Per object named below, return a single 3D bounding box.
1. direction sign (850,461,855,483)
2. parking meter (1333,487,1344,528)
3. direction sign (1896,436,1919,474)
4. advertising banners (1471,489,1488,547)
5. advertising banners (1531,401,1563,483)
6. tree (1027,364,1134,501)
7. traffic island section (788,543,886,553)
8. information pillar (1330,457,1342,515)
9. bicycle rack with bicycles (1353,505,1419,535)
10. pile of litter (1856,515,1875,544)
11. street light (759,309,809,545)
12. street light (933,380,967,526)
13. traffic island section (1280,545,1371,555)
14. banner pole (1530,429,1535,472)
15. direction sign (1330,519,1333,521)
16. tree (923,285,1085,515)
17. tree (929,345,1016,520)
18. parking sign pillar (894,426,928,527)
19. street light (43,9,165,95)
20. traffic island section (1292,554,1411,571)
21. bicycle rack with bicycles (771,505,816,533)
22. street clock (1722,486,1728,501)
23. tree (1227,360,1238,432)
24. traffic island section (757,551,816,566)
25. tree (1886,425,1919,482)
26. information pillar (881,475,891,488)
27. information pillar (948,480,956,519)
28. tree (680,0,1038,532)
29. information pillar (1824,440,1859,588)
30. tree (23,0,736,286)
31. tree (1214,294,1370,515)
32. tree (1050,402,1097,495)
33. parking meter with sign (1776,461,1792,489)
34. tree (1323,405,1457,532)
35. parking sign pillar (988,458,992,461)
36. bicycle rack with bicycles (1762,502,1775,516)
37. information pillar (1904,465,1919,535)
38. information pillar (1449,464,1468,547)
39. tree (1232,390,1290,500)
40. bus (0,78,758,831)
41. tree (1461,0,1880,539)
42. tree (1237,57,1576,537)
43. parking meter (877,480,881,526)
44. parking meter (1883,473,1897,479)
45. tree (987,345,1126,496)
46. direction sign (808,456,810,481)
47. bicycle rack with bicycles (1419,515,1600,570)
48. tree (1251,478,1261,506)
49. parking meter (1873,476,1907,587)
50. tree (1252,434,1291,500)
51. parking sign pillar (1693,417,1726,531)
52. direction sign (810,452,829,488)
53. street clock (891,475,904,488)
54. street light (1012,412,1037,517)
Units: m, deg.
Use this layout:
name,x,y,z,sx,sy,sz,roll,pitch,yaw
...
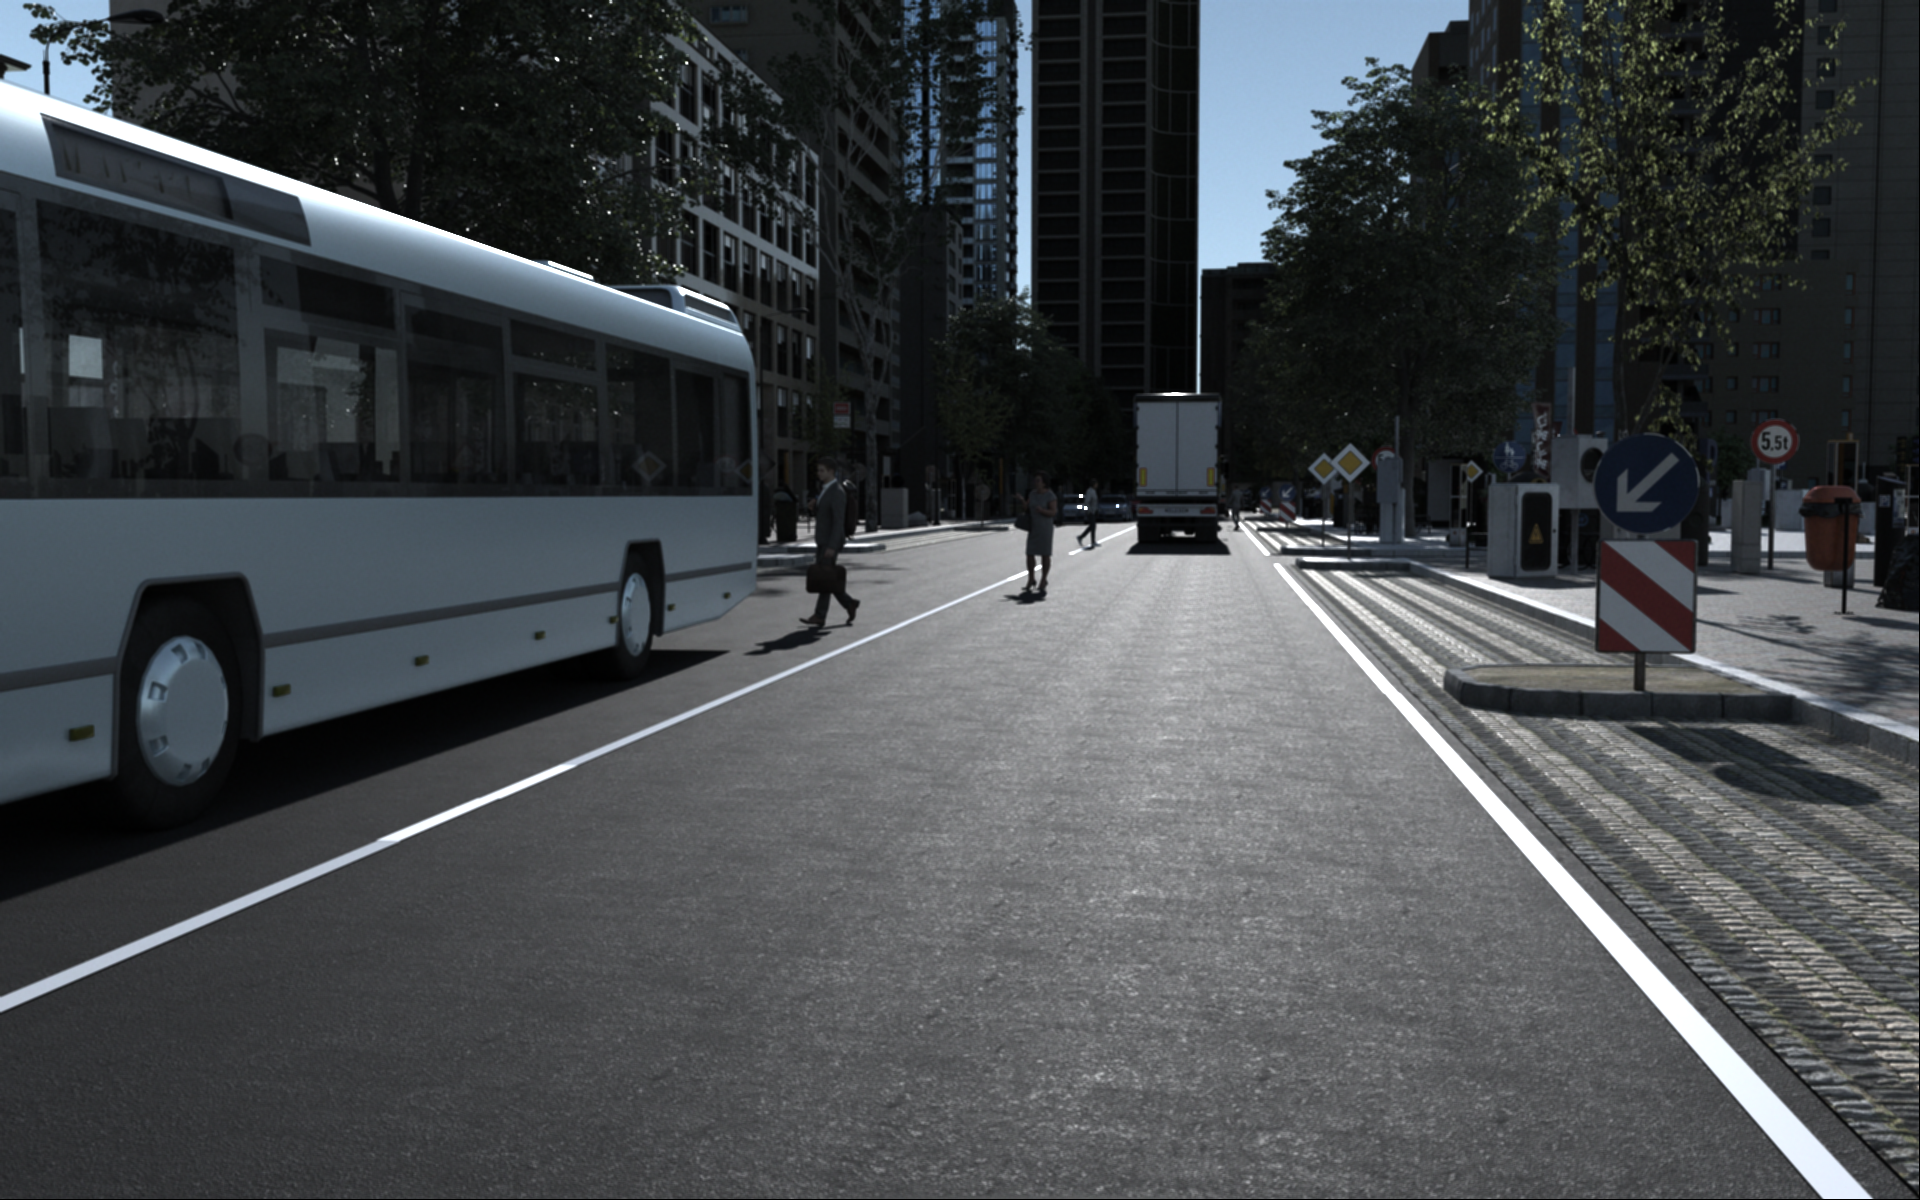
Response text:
name,x,y,z,sx,sy,sz,roll,pitch,yaw
direction sign,-7.484,-7.667,117.357,0.876,3.537,0.379,2,4,35
parking meter,14.516,-3.548,66.418,0.372,1.533,0.369,0,3,0
direction sign,37.153,-4.640,67.868,0.876,3.537,0.379,1,4,22
advertising banners,13.425,-2.787,41.758,2.074,3.025,0.090,0,4,6
advertising banners,11.716,-2.264,33.208,2.074,3.025,0.090,-2,4,-24
tree,10.471,-14.308,150.949,9.611,12.733,9.660,0,3,0
traffic island section,-3.013,-1.290,43.376,2.009,0.180,2.903,1,4,8
information pillar,14.673,-4.655,67.458,0.504,3.616,0.183,-1,4,-19
bicycle rack with bicycles,13.640,-2.566,55.333,2.852,0.926,2.925,3,4,37
pile of litter,23.270,-1.923,45.404,1.176,0.858,1.719,-2,4,-24
street light,-4.467,-4.345,43.583,1.470,5.913,1.316,1,4,8
street light,-0.420,-5.993,70.523,1.470,5.913,1.316,1,4,8
traffic island section,8.753,-1.185,41.658,2.009,0.180,2.903,1,4,8
banner pole,19.713,-4.207,58.801,0.863,3.779,0.401,-1,4,-12
direction sign,17.742,-5.506,82.024,0.876,3.537,0.379,0,4,-5
tree,2.668,-12.135,105.065,9.857,13.997,8.962,0,3,0
tree,0.317,-8.232,84.959,4.737,8.622,4.395,0,3,0
parking sign pillar,-1.992,-4.916,68.849,1.447,3.967,1.447,-3,5,-40
street light,-8.311,-2.709,16.831,1.470,5.913,1.316,1,4,8
traffic island section,7.599,-0.702,33.757,2.009,0.180,2.903,1,4,8
bicycle rack with bicycles,-6.192,-2.684,57.262,2.852,0.926,2.925,-1,4,-22
street clock,37.721,-4.945,85.414,0.358,2.002,0.471,2,4,29
tree,23.380,-13.028,119.670,9.857,13.997,8.962,0,3,0
traffic island section,-4.168,-0.807,35.474,2.009,0.180,2.903,1,4,8
tree,40.214,-5.361,71.366,4.285,4.588,4.351,0,3,0
information pillar,-2.877,-3.843,67.329,0.304,2.012,0.304,-1,4,-14
information pillar,-0.429,-5.193,89.400,0.304,2.012,0.304,-3,5,-42
tree,-4.363,-12.332,57.515,12.611,20.169,13.585,0,3,0
information pillar,12.046,-1.174,23.681,0.304,2.012,0.304,0,4,7
tree,-8.334,-7.315,26.261,9.857,13.997,8.962,0,3,0
tree,20.604,-11.965,106.003,12.009,13.543,11.850,0,3,0
tree,8.344,-11.308,135.255,4.737,8.622,4.395,0,3,0
parking meter with sign,40.679,-5.446,85.296,0.543,3.016,1.738,3,5,43
tree,14.006,-4.608,59.052,4.285,4.588,4.351,0,3,0
parking sign pillar,1.733,-7.604,112.799,1.447,3.967,1.447,1,4,12
bicycle rack with bicycles,35.535,-3.832,76.041,2.852,0.926,2.925,0,4,6
information pillar,23.805,-2.372,43.273,0.304,2.012,0.304,1,4,16
information pillar,12.142,-2.305,42.180,0.304,2.012,0.304,-3,5,-42
tree,32.008,-16.073,180.918,7.486,12.596,7.792,0,3,0
bus,-4.130,-0.944,10.300,2.948,3.499,13.247,0,4,8
tree,8.048,-4.269,20.154,4.360,8.622,3.978,0,3,0
tree,13.466,-8.866,51.609,9.857,13.997,8.962,0,3,0
parking meter,-3.296,-3.939,70.110,0.255,1.863,0.399,-1,4,-23
parking meter,25.143,-2.517,46.869,0.255,1.863,0.399,1,4,12
tree,5.429,-11.752,117.898,9.928,11.665,9.643,0,3,0
direction sign,-8.619,-6.802,103.208,0.876,3.537,0.379,1,4,21
bicycle rack with bicycles,9.935,-0.985,29.482,2.852,0.926,2.925,-1,4,-19
tree,32.804,-11.878,188.806,1.663,3.219,1.824,0,3,0
parking meter,12.881,-0.952,23.977,0.372,1.533,0.369,0,3,0
tree,29.022,-12.932,161.803,4.737,8.622,4.395,0,3,0
parking sign pillar,26.161,-4.424,60.797,1.447,3.967,1.447,3,5,42
direction sign,-7.476,-6.196,93.309,0.876,3.537,0.379,-1,4,-23
street clock,-2.407,-3.815,66.947,0.471,2.002,0.358,-1,4,-14
street light,3.654,-7.696,98.370,1.470,5.913,1.316,1,4,8
